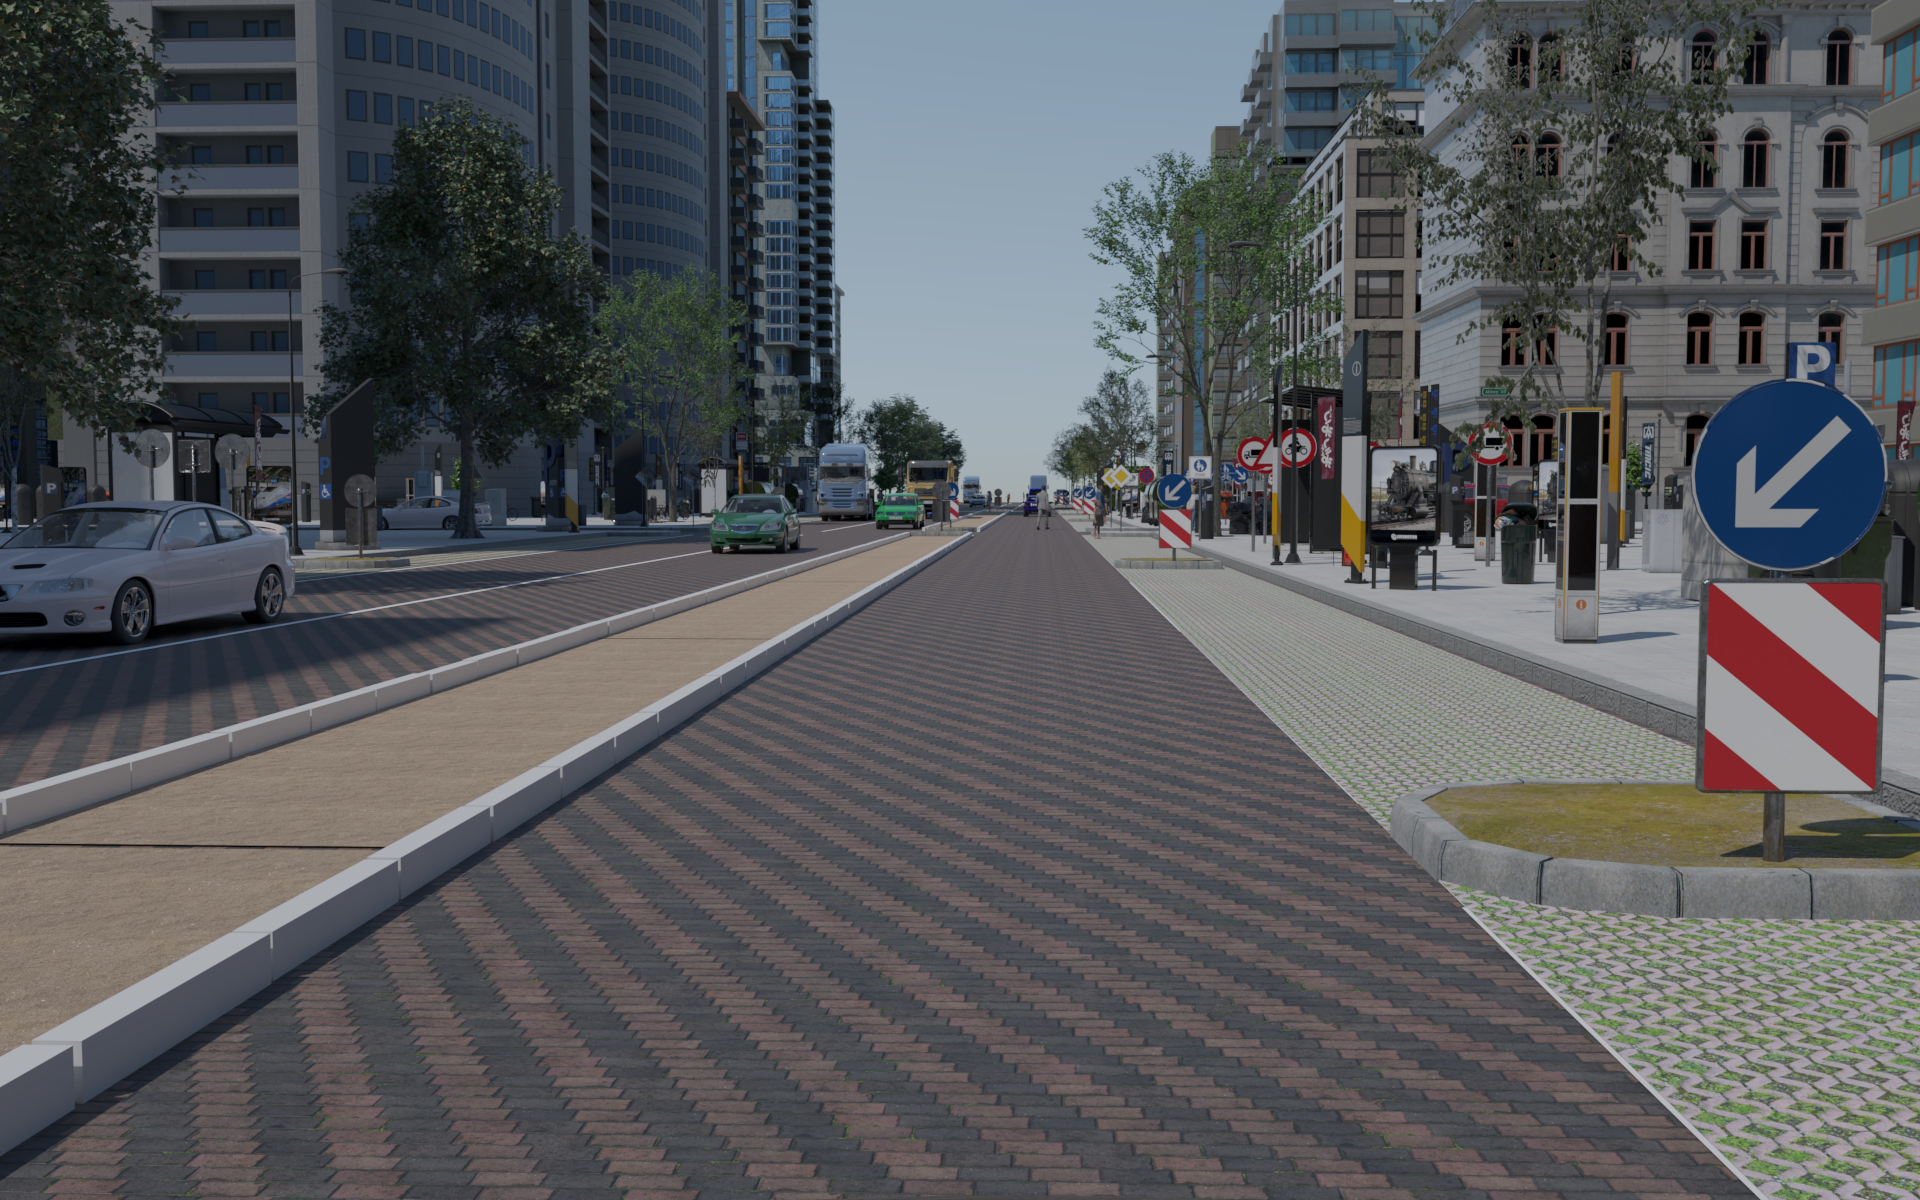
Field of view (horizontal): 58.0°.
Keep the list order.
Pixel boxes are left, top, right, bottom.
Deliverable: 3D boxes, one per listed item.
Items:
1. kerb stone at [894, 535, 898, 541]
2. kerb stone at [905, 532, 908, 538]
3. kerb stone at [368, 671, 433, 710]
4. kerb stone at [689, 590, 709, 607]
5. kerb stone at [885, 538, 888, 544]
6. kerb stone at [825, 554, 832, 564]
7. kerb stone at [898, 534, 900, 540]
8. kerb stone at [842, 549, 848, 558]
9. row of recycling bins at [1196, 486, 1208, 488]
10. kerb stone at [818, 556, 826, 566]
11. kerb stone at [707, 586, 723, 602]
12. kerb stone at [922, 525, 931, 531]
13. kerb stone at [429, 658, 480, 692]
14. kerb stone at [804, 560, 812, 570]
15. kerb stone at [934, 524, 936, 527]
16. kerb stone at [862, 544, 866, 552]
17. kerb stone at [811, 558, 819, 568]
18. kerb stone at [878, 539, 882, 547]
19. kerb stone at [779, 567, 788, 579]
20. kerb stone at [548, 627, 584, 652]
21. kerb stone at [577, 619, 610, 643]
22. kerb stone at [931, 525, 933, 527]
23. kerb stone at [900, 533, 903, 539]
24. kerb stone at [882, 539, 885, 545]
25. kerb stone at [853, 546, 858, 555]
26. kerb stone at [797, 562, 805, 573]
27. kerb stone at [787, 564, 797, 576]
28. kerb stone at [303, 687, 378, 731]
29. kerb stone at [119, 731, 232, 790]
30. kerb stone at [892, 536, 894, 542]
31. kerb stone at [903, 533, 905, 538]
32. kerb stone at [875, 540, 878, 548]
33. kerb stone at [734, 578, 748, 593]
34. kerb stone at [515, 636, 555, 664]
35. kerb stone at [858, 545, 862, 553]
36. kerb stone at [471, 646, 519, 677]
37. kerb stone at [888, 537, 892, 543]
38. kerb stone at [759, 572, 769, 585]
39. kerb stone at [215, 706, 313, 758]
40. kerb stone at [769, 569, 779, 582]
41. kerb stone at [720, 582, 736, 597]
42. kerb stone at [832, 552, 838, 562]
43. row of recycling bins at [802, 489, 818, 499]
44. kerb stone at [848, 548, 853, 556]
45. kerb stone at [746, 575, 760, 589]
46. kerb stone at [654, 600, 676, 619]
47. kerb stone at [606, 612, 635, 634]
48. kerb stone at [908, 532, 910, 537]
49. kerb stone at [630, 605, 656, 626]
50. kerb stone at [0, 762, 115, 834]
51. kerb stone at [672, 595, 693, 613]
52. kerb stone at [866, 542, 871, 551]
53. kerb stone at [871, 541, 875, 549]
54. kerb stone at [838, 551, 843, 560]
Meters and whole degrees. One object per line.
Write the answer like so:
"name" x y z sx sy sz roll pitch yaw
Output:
"kerb stone" -2.043 -1.810 51.790 0.120 0.150 1.000 0 4 3
"kerb stone" -1.859 -2.057 55.885 0.120 0.150 1.000 0 4 3
"kerb stone" -3.870 0.631 11.883 0.120 0.150 1.000 0 4 3
"kerb stone" -3.396 0.006 22.101 0.120 0.150 1.000 0 4 3
"kerb stone" -2.188 -1.622 48.713 0.120 0.150 1.000 0 4 3
"kerb stone" -2.795 -0.807 35.412 0.120 0.150 1.000 0 4 3
"kerb stone" -1.995 -1.863 52.819 0.120 0.150 1.000 0 4 3
"kerb stone" -2.650 -0.996 38.479 0.120 0.150 1.000 0 4 3
"row of recycling bins" 11.848 -5.111 90.673 3.534 1.692 1.069 -2 4 -23
"kerb stone" -2.838 -0.746 34.390 0.120 0.150 1.000 0 4 3
"kerb stone" -3.346 -0.057 23.122 0.120 0.150 1.000 0 4 3
"kerb stone" -1.323 -2.776 67.693 0.120 0.150 1.000 0 4 3
"kerb stone" -3.815 0.577 12.906 0.120 0.150 1.000 0 4 3
"kerb stone" -2.931 -0.620 32.348 0.120 0.150 1.000 0 4 3
"kerb stone" -1.172 -2.968 70.765 0.120 0.150 1.000 0 4 3
"kerb stone" -2.471 -1.246 42.572 0.120 0.150 1.000 0 4 3
"kerb stone" -2.889 -0.683 33.369 0.120 0.150 1.000 0 4 3
"kerb stone" -2.281 -1.497 46.667 0.120 0.150 1.000 0 4 3
"kerb stone" -3.079 -0.430 29.271 0.120 0.150 1.000 0 4 3
"kerb stone" -3.681 0.386 15.970 0.120 0.150 1.000 0 4 3
"kerb stone" -3.641 0.318 16.991 0.120 0.150 1.000 0 4 3
"kerb stone" -1.263 -2.845 68.715 0.120 0.150 1.000 0 4 3
"kerb stone" -1.947 -1.936 53.842 0.120 0.150 1.000 0 4 3
"kerb stone" -2.234 -1.559 47.692 0.120 0.150 1.000 0 4 3
"kerb stone" -2.560 -1.118 40.527 0.120 0.150 1.000 0 4 3
"kerb stone" -2.981 -0.558 31.325 0.120 0.150 1.000 0 4 3
"kerb stone" -3.020 -0.496 30.304 0.120 0.150 1.000 0 4 3
"kerb stone" -3.914 0.694 10.859 0.120 0.150 1.000 0 4 3
"kerb stone" -4.012 0.822 8.815 0.120 0.150 1.000 0 4 3
"kerb stone" -2.098 -1.748 50.769 0.120 0.150 1.000 0 4 3
"kerb stone" -1.908 -1.997 54.864 0.120 0.150 1.000 0 4 3
"kerb stone" -2.324 -1.434 45.635 0.120 0.150 1.000 0 4 3
"kerb stone" -3.262 -0.182 25.170 0.120 0.150 1.000 0 4 3
"kerb stone" -3.719 0.449 14.948 0.120 0.150 1.000 0 4 3
"kerb stone" -2.521 -1.184 41.549 0.120 0.150 1.000 0 4 3
"kerb stone" -3.774 0.508 13.927 0.120 0.150 1.000 0 4 3
"kerb stone" -2.140 -1.681 49.748 0.120 0.150 1.000 0 4 3
"kerb stone" -3.173 -0.305 27.220 0.120 0.150 1.000 0 4 3
"kerb stone" -3.960 0.756 9.838 0.120 0.150 1.000 0 4 3
"kerb stone" -3.121 -0.370 28.250 0.120 0.150 1.000 0 4 3
"kerb stone" -3.307 -0.119 24.146 0.120 0.150 1.000 0 4 3
"kerb stone" -2.744 -0.871 36.436 0.120 0.150 1.000 0 4 3
"row of recycling bins" -11.459 -7.633 131.910 3.534 1.692 1.069 -2 4 -28
"kerb stone" -2.610 -1.058 39.500 0.120 0.150 1.000 0 4 3
"kerb stone" -3.210 -0.244 26.198 0.120 0.150 1.000 0 4 3
"kerb stone" -3.488 0.131 20.059 0.120 0.150 1.000 0 4 3
"kerb stone" -3.584 0.256 18.013 0.120 0.150 1.000 0 4 3
"kerb stone" -1.813 -2.123 56.907 0.120 0.150 1.000 0 4 3
"kerb stone" -3.542 0.193 19.036 0.120 0.150 1.000 0 4 3
"kerb stone" -4.052 0.881 7.793 0.120 0.150 1.000 0 4 3
"kerb stone" -3.443 0.068 21.080 0.120 0.150 1.000 0 4 3
"kerb stone" -2.419 -1.309 43.593 0.120 0.150 1.000 0 4 3
"kerb stone" -2.366 -1.368 44.614 0.120 0.150 1.000 0 4 3
"kerb stone" -2.701 -0.933 37.458 0.120 0.150 1.000 0 4 3
